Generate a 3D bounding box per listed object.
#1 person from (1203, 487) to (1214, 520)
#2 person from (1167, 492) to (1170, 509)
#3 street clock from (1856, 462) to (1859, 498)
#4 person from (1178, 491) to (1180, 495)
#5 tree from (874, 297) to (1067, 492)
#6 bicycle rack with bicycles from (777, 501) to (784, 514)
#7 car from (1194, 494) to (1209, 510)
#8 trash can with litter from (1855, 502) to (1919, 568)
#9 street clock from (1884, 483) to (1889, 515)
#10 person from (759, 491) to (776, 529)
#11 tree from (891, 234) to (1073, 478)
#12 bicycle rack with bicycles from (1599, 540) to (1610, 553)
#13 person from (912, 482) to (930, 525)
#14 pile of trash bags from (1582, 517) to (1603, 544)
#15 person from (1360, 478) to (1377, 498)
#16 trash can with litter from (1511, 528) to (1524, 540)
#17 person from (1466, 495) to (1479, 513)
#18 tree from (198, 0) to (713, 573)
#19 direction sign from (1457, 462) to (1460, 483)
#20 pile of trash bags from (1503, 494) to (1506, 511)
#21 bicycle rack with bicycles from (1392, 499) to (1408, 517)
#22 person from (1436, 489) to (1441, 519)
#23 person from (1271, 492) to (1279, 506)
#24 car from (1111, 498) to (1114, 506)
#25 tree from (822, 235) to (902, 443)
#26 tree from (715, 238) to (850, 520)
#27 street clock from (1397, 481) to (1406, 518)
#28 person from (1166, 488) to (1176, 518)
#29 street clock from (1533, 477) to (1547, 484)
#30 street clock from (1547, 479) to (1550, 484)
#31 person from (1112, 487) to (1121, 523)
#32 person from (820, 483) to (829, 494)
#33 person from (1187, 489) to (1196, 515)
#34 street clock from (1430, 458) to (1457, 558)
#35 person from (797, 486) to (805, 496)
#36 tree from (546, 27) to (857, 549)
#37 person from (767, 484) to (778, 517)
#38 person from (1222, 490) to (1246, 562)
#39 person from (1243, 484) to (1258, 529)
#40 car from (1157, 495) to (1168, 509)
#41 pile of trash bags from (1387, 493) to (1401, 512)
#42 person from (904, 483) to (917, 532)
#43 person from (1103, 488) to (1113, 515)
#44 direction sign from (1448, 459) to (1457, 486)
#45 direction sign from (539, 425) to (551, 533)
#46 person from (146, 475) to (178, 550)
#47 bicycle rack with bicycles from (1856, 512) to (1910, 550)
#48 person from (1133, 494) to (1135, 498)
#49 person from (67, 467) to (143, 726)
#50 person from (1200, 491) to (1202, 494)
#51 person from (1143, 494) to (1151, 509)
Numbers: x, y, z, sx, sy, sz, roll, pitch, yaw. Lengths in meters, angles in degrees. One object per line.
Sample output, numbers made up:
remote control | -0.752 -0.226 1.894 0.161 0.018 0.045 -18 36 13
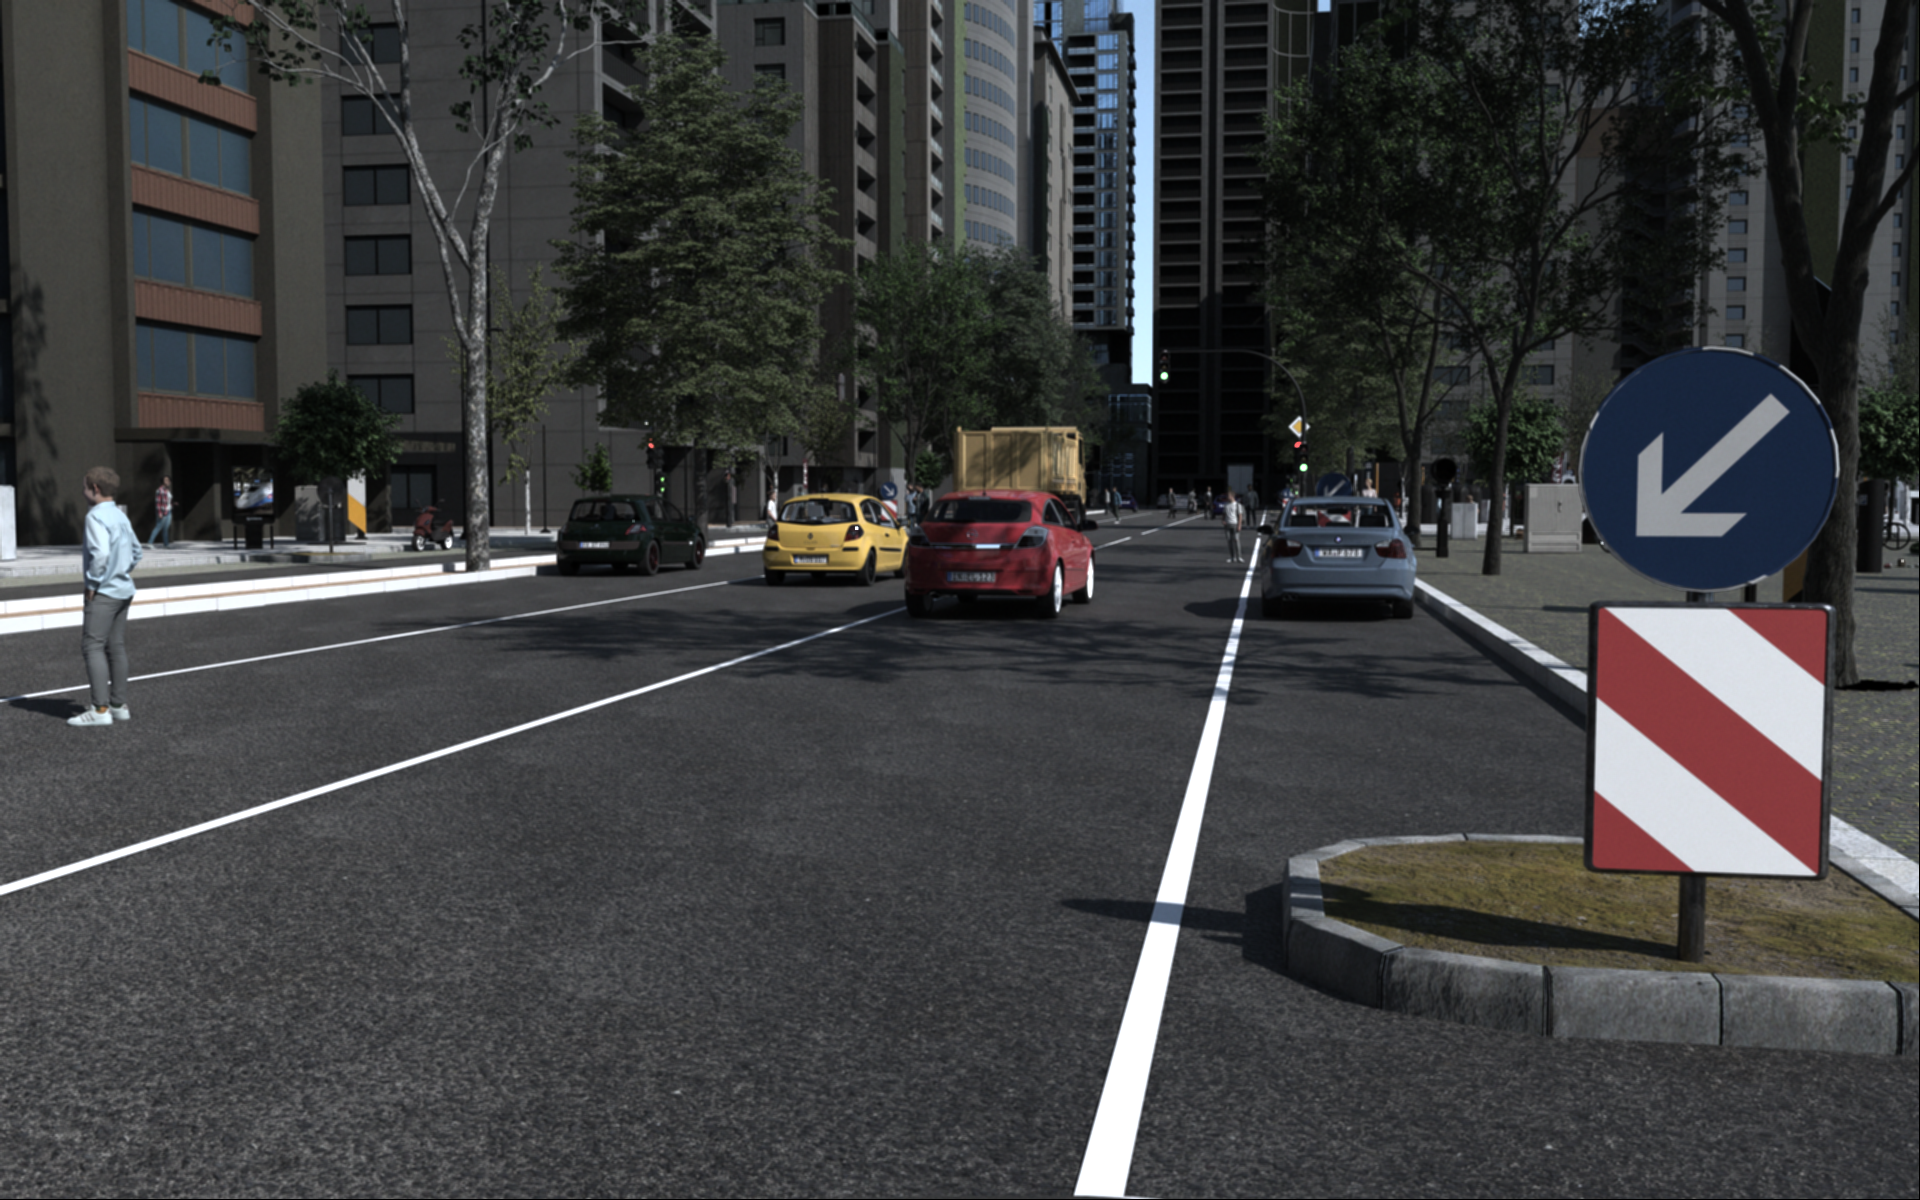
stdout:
person | 13.788 -5.353 95.803 0.659 1.850 0.755 -1 4 -22
person | 20.337 -9.732 167.646 0.705 1.821 1.348 -2 4 -24
street clock | 17.926 -1.853 34.867 0.358 2.002 0.471 2 4 26
person | 26.209 -12.047 206.182 0.721 1.743 1.217 0 4 -6
tree | -0.089 -8.562 76.861 8.767 10.594 7.601 1 4 10
bicycle rack with bicycles | -8.652 -4.690 90.061 2.852 0.926 2.925 0 4 8
car | 22.264 -9.220 160.533 2.009 1.686 4.222 1 4 12
trash can with litter | 15.870 -1.178 30.322 2.233 1.210 1.678 0 4 2
street clock | 57.878 -6.353 108.435 0.358 2.002 0.471 -3 4 -38
person | -4.507 -1.849 41.325 0.523 1.515 0.503 -2 4 -35
tree | 1.173 -10.810 85.848 9.857 13.997 8.962 0 3 0
bicycle rack with bicycles | 15.249 -1.454 37.151 2.925 0.926 2.852 1 4 11
person | -1.084 -2.460 49.065 0.623 1.781 0.721 2 4 31
pile of trash bags | 15.804 -2.138 44.715 1.912 1.369 3.447 3 4 37
person | 11.964 -2.716 51.127 0.731 1.740 0.598 2 4 23
trash can with litter | 16.126 -2.291 48.837 1.055 1.170 0.624 0 4 7
person | 14.593 -2.364 49.376 0.352 1.250 0.332 0 4 4
tree | -9.716 -10.596 31.589 12.611 20.169 13.585 0 3 0
direction sign | 35.273 -8.040 123.443 0.876 3.537 0.379 -2 4 -30
pile of trash bags | 37.206 -6.232 111.646 1.912 1.369 3.447 -3 4 -36
bicycle rack with bicycles | 25.494 -5.195 98.328 2.925 0.926 2.852 3 5 45
person | 16.440 -2.991 59.206 0.330 1.601 0.589 1 4 23
person | 37.913 -12.159 208.015 1.217 1.736 0.721 3 5 42
car | 17.995 -11.112 194.266 1.945 1.354 3.894 1 4 11
tree | -1.864 -8.559 68.158 9.928 11.665 9.643 0 3 0
tree | -5.223 -5.886 49.055 4.360 8.622 3.978 0 3 0
street clock | 23.568 -5.378 92.496 0.471 2.002 0.358 1 4 12
person | 12.390 -5.695 102.013 0.834 1.777 0.661 -3 4 -38
street clock | 24.892 -4.280 74.556 0.471 2.002 0.358 1 4 20
street clock | 28.697 -4.920 85.015 0.358 2.002 0.471 -1 4 -13
person | 7.675 -4.644 84.773 0.444 1.785 0.601 -1 4 -12
person | -5.725 -4.054 74.145 0.474 1.900 0.648 -3 4 -38
person | 16.032 -6.811 120.041 0.592 1.802 0.473 0 3 0
street clock | 9.744 -1.858 34.949 0.471 2.002 0.358 0 4 -4
person | -6.700 -3.956 73.668 0.515 1.767 0.782 2 4 25
tree | -6.425 -7.470 42.717 7.486 12.596 7.792 0 3 0
person | -9.501 -5.005 87.852 0.713 1.824 0.794 -3 5 -42
person | 5.784 -1.555 36.525 0.503 1.515 0.523 0 4 4
person | 12.009 -3.866 71.555 0.661 1.843 0.795 1 4 20
car | 20.617 -9.803 172.634 2.083 1.381 4.827 1 4 9
pile of trash bags | 32.017 -6.826 121.359 3.447 1.369 1.912 3 5 43
person | -1.412 -2.797 54.502 0.793 1.790 0.793 -1 4 -19
person | 10.166 -6.746 118.635 0.795 1.843 0.661 1 4 14
direction sign | 31.787 -7.389 112.801 0.379 3.537 0.876 3 5 43
direction sign | -13.687 -3.980 57.065 0.379 3.537 0.876 -1 4 -11
person | -18.470 -2.032 40.110 0.643 1.720 0.563 0 4 3
bicycle rack with bicycles | 20.839 -1.670 40.691 2.852 0.926 2.925 -3 4 -37
person | 19.412 -11.120 193.567 0.557 1.426 1.065 2 4 27
person | -5.395 -0.038 10.937 0.330 1.601 0.589 0 4 7
person | 26.981 -11.314 194.034 0.434 1.755 0.990 1 4 18
person | 18.536 -9.766 171.432 1.065 1.426 0.557 -3 4 -39
